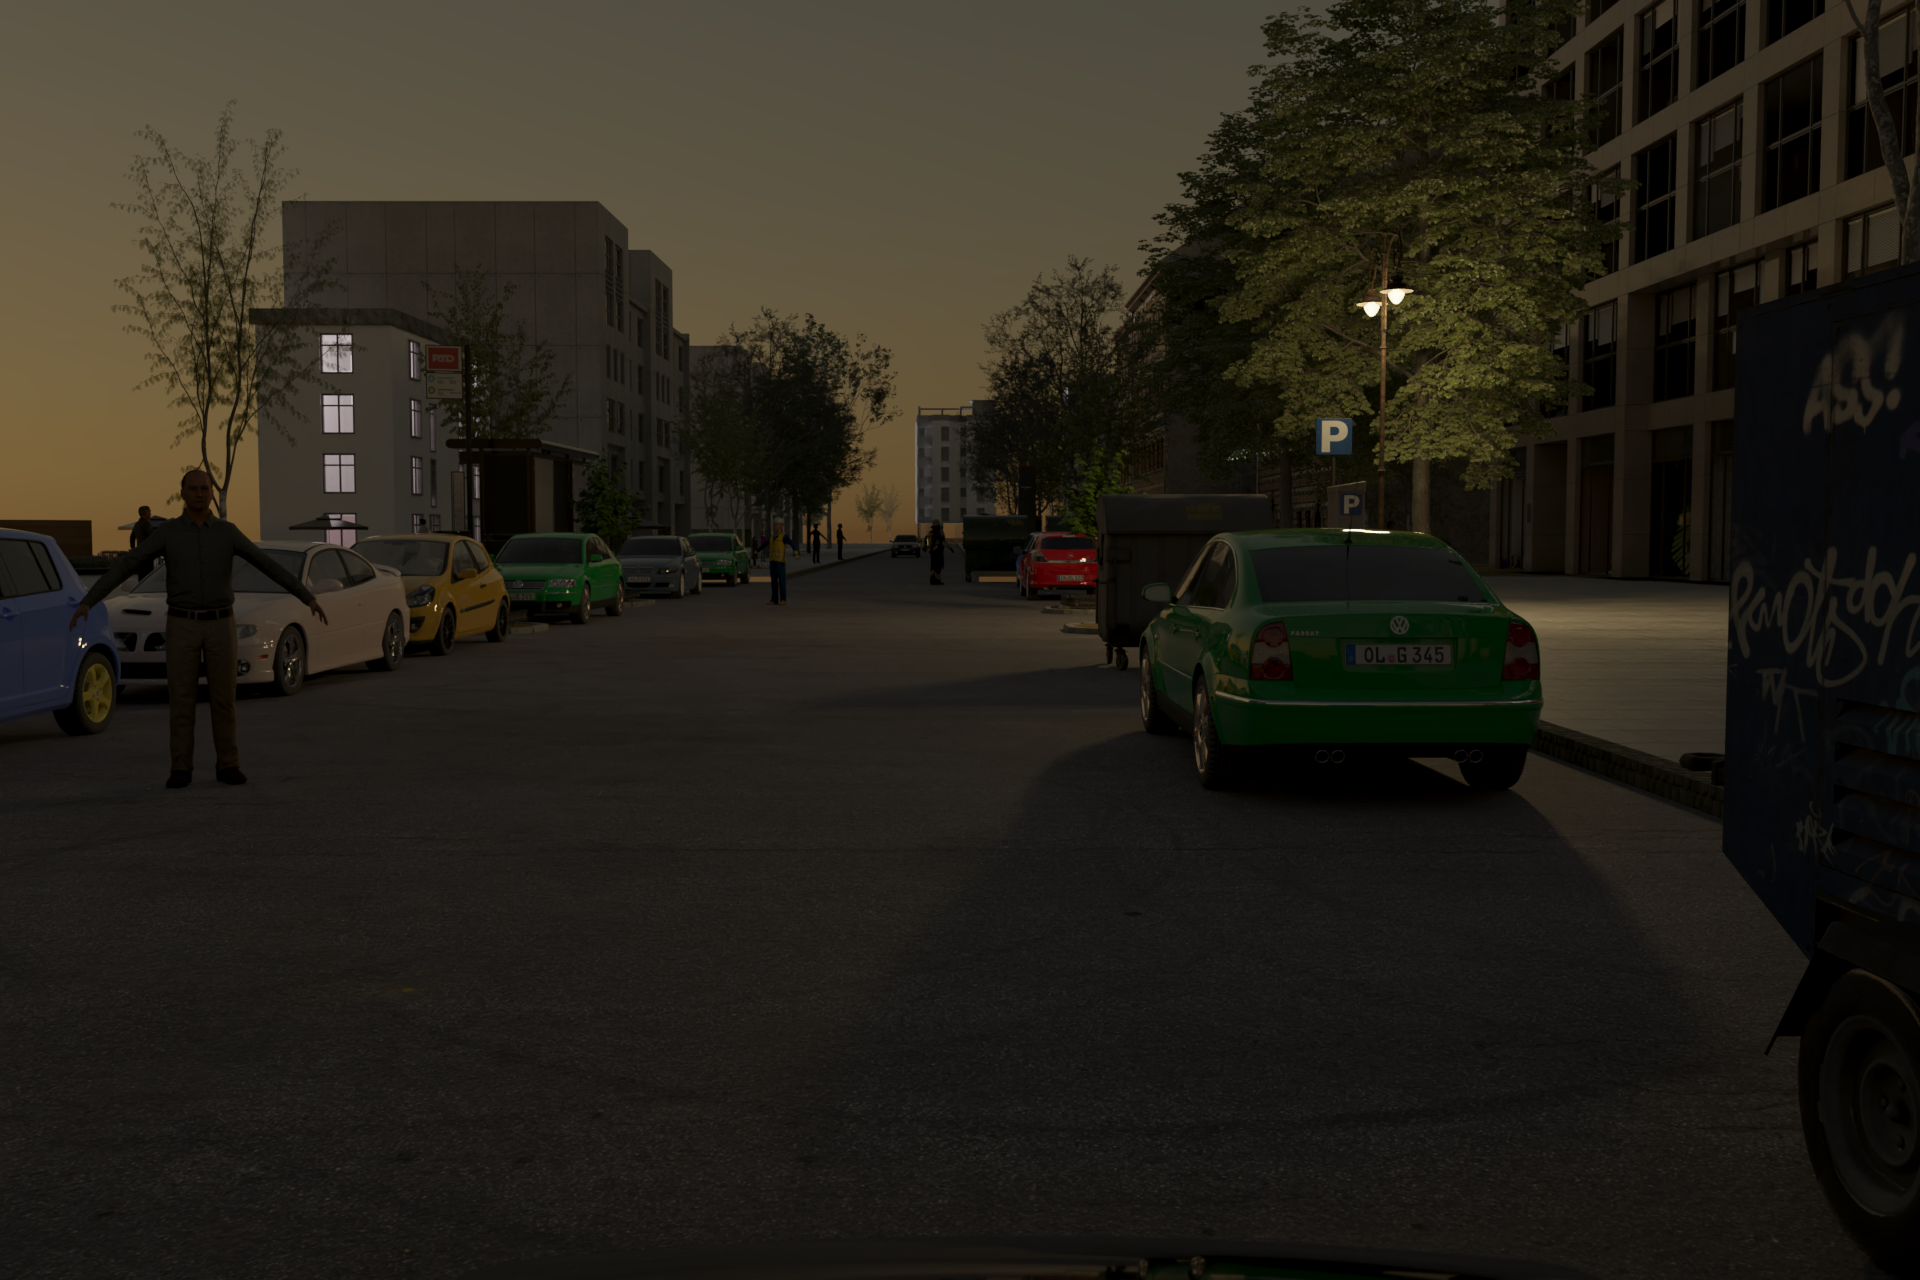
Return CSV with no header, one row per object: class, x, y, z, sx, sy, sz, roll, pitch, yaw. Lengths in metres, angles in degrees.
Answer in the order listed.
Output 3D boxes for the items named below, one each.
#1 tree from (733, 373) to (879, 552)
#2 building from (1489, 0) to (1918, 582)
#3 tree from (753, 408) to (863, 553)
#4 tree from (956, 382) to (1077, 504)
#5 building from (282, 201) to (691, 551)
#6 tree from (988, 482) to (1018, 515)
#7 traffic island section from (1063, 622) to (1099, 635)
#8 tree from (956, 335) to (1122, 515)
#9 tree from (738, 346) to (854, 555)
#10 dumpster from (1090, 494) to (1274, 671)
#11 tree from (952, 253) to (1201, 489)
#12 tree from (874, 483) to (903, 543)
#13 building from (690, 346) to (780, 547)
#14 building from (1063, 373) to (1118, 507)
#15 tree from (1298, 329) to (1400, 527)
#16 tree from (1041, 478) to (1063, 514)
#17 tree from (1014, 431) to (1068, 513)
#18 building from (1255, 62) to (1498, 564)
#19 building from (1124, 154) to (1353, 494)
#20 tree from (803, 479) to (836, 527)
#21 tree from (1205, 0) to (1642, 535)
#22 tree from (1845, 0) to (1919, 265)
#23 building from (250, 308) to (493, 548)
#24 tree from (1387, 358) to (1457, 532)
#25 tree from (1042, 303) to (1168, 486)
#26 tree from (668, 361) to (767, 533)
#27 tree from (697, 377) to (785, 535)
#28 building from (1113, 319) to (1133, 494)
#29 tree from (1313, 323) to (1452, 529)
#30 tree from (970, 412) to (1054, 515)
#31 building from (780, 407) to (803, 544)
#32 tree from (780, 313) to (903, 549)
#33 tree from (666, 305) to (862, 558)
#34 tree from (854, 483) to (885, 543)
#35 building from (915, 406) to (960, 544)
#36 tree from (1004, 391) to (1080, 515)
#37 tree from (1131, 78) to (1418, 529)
tree,-10.999,-13.156,125.477,12.009,13.543,11.850,0,3,0
building,27.722,-14.572,41.461,19.350,26.588,34.151,0,4,0
tree,-10.142,-11.010,114.432,8.767,10.594,7.601,1,4,15
tree,4.667,-13.673,133.918,12.009,13.543,11.850,0,3,0
building,-27.587,-14.773,107.995,16.747,18.905,31.486,0,4,0
tree,4.462,-12.569,155.860,4.360,8.622,3.978,0,3,0
traffic island section,2.545,-0.166,25.575,1.991,0.108,1.994,0,4,-1
tree,5.009,-11.971,106.093,12.009,13.543,11.850,0,3,0
tree,-10.081,-11.415,104.760,7.486,12.596,7.792,0,3,0
dumpster,2.379,-0.637,18.632,1.865,1.857,1.264,0,4,-2
tree,5.279,-10.079,75.155,12.009,13.543,11.850,0,3,0
tree,-9.804,-18.265,248.986,4.360,8.622,3.978,0,3,0
building,-28.712,-19.083,178.457,16.747,18.905,31.486,0,4,1
building,21.306,-20.341,199.029,16.747,18.905,31.486,0,4,-1
tree,13.479,-6.806,61.634,4.360,8.622,3.978,0,3,0
tree,15.506,-20.546,246.298,12.009,13.543,11.850,0,3,0
tree,5.115,-10.071,115.022,4.737,8.622,4.395,0,3,0
building,25.010,-15.332,81.609,19.493,23.208,18.063,0,4,-1
building,20.657,-16.794,105.510,19.493,23.208,18.063,0,4,-1
tree,-22.519,-20.598,243.434,9.857,13.997,8.962,0,3,0
tree,8.421,-6.954,31.824,7.486,12.596,7.792,0,3,0
tree,10.014,-9.718,14.784,12.611,20.169,13.585,0,3,0
building,-25.659,-8.342,78.533,9.099,9.664,28.070,0,4,0
tree,17.893,-7.247,68.859,4.360,8.622,3.978,0,3,0
tree,4.672,-6.392,54.873,4.737,8.622,4.395,0,3,0
tree,-10.551,-7.605,74.696,4.737,8.622,4.395,0,3,0
tree,-10.452,-7.994,81.068,4.737,8.622,4.395,0,3,0
building,21.473,-18.001,125.239,19.493,23.208,18.063,0,4,0
tree,12.414,-6.309,53.519,4.360,8.622,3.978,0,3,0
tree,4.484,-13.481,146.172,9.928,11.665,9.643,0,3,0
building,-29.415,-21.298,214.677,16.747,18.905,31.486,0,4,0
tree,-10.948,-17.811,147.092,12.611,20.169,13.585,0,3,0
tree,-10.153,-11.115,92.106,12.009,13.543,11.850,0,3,0
tree,-12.770,-17.977,244.292,4.737,8.622,4.395,0,3,0
building,-6.054,-23.785,247.767,11.380,20.090,16.016,0,4,-1
tree,4.540,-8.305,86.155,4.737,8.622,4.395,0,3,0
tree,7.930,-7.706,44.128,7.486,12.596,7.792,0,3,0
